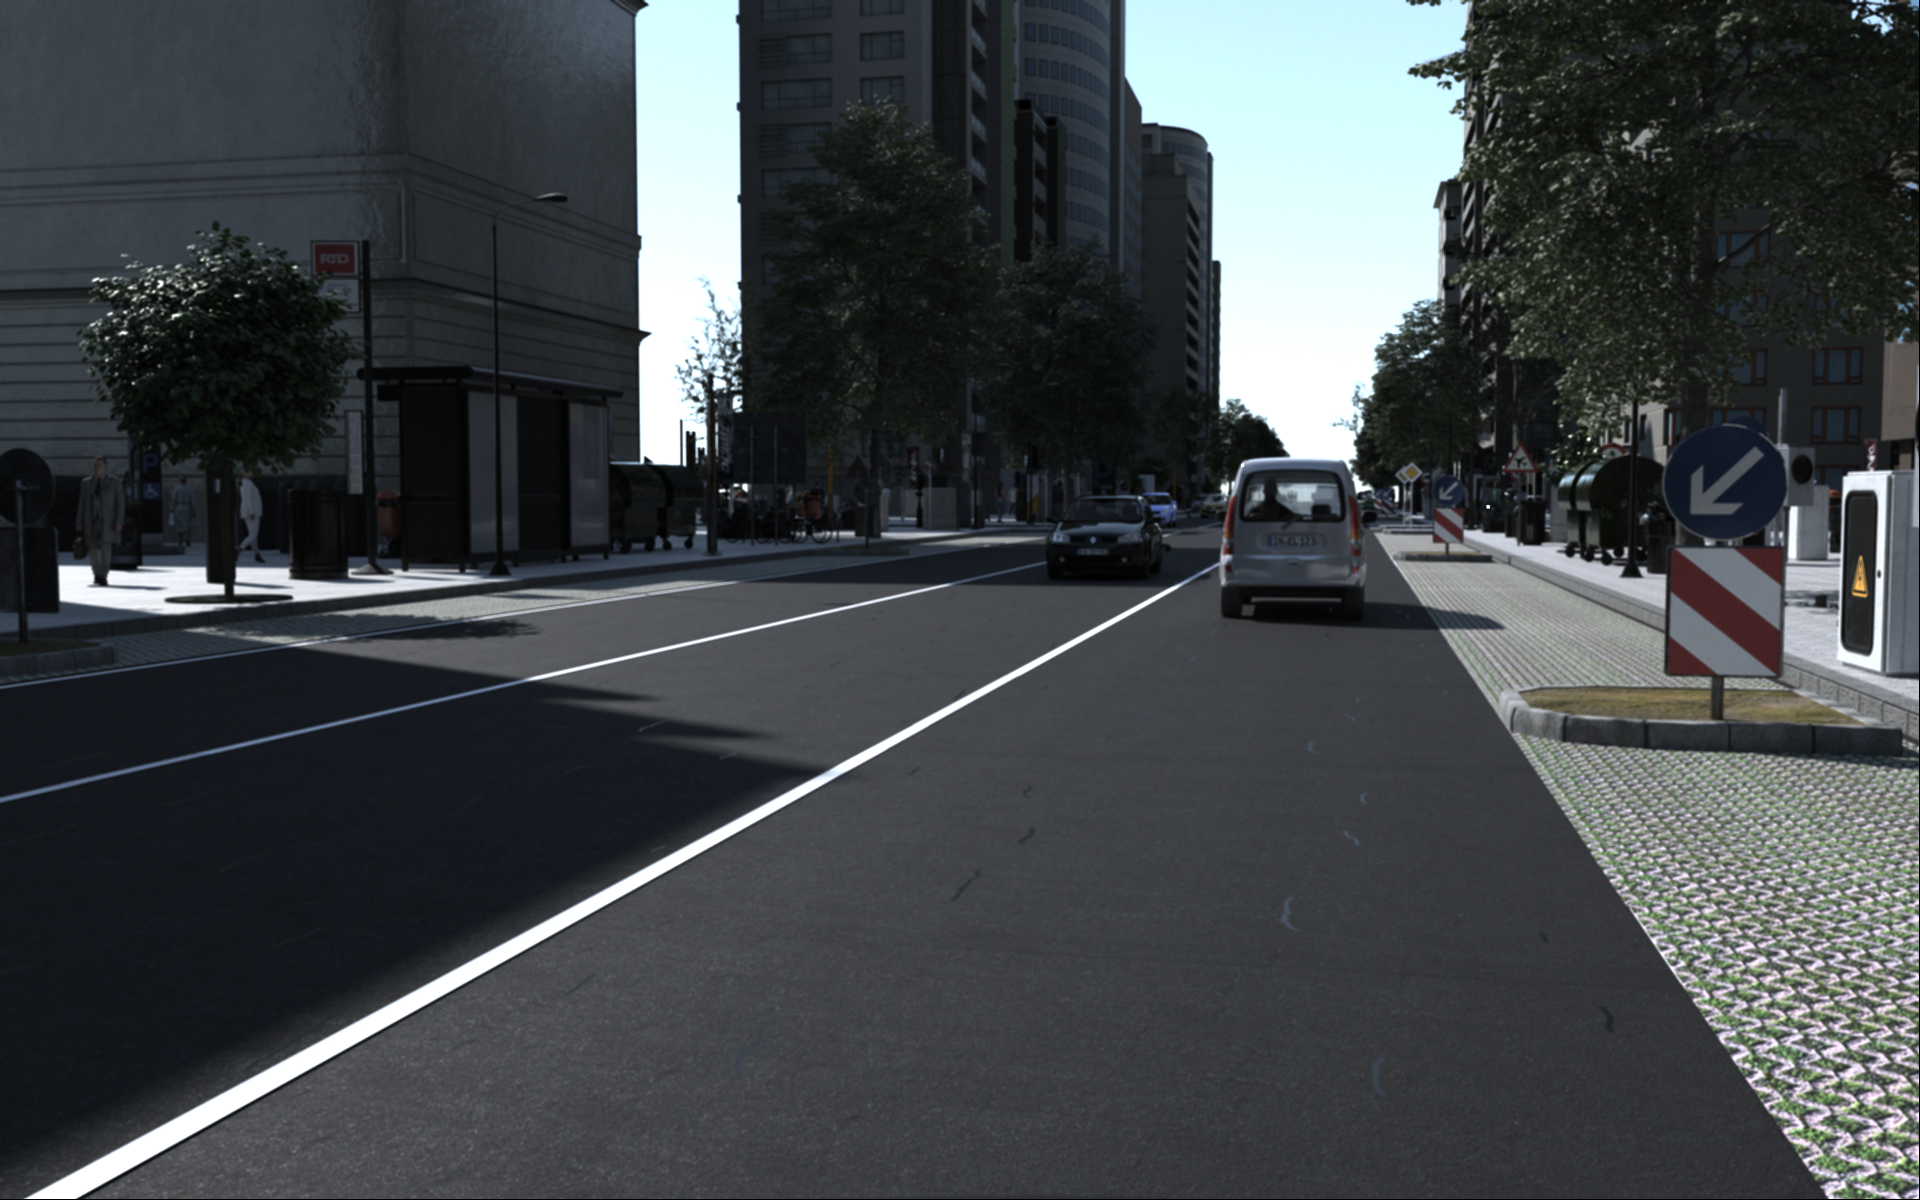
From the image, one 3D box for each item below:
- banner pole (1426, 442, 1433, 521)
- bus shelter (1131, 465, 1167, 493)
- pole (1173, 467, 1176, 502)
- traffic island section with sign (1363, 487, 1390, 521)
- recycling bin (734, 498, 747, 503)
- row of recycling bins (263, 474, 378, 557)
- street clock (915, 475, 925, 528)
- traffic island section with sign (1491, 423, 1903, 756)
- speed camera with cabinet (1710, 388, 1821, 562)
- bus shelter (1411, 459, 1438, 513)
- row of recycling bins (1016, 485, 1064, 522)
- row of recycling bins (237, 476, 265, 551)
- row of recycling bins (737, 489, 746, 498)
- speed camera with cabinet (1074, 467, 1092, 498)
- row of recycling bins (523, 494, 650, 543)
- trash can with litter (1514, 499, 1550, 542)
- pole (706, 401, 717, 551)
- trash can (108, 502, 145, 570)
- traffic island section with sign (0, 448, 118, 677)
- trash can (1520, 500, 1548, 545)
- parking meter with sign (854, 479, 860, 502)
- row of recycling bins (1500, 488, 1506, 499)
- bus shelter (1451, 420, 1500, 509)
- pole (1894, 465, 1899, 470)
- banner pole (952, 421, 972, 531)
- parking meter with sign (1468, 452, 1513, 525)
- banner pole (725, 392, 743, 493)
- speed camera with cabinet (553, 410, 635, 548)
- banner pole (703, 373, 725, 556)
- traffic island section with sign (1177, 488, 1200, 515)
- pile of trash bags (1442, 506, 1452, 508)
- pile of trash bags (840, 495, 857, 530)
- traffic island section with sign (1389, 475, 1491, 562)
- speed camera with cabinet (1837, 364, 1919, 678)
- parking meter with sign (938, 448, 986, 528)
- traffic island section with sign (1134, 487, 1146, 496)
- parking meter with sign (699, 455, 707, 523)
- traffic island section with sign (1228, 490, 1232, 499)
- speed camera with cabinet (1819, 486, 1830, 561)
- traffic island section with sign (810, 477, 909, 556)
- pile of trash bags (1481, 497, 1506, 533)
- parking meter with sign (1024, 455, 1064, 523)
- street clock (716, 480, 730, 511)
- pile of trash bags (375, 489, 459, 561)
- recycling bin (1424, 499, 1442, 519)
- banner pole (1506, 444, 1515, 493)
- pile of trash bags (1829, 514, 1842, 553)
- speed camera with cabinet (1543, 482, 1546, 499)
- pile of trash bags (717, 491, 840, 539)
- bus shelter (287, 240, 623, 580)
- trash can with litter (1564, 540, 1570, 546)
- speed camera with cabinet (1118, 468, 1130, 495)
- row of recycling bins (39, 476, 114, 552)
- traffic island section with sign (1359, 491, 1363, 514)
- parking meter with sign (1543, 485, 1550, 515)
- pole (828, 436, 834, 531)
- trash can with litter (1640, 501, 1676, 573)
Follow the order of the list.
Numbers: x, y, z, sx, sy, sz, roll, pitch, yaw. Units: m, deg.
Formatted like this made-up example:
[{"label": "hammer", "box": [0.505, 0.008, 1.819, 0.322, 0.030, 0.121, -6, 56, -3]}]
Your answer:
[{"label": "banner pole", "box": [22.742, -5.732, 83.743, 0.401, 3.779, 0.863, 1, 4, 22]}, {"label": "bus shelter", "box": [13.234, -7.812, 121.654, 2.014, 3.302, 5.546, 1, 4, 12]}, {"label": "pole", "box": [16.293, -8.420, 131.511, 0.158, 3.312, 0.155, 0, 3, 0]}, {"label": "traffic island section with sign", "box": [22.621, -5.112, 92.204, 1.989, 1.847, 2.006, 1, 4, 13]}, {"label": "recycling bin", "box": [-14.431, -6.202, 113.951, 0.722, 1.027, 0.722, 1, 4, 10]}, {"label": "row of recycling bins", "box": [-13.408, -1.803, 36.594, 1.069, 1.692, 3.534, -3, 5, -43]}, {"label": "street clock", "box": [-1.523, -3.710, 65.230, 0.358, 2.002, 0.471, -2, 4, -28]}, {"label": "traffic island section with sign", "box": [4.363, -0.116, 10.530, 1.989, 1.847, 2.006, 1, 4, 13]}, {"label": "speed camera with cabinet", "box": [14.880, -2.308, 32.079, 2.038, 3.252, 0.660, -2, 4, -24]}, {"label": "bus shelter", "box": [32.080, -7.867, 119.907, 1.731, 3.624, 6.357, 1, 4, 12]}, {"label": "row of recycling bins", "box": [3.735, -4.504, 80.757, 1.069, 1.692, 3.534, -2, 4, -28]}, {"label": "row of recycling bins", "box": [-16.193, -2.074, 41.028, 1.069, 1.692, 3.534, 0, 4, -2]}, {"label": "row of recycling bins", "box": [-16.769, -8.322, 143.181, 3.534, 1.692, 1.069, 1, 4, 13]}, {"label": "speed camera with cabinet", "box": [7.271, -6.377, 98.599, 2.038, 3.252, 0.660, -2, 4, -34]}, {"label": "row of recycling bins", "box": [-9.867, -2.365, 45.778, 3.534, 1.692, 1.069, 1, 4, 9]}, {"label": "trash can with litter", "box": [15.484, -2.158, 46.664, 1.055, 1.170, 0.624, 1, 4, 14]}, {"label": "pole", "box": [-5.476, -2.712, 38.186, 0.158, 3.312, 0.155, 0, 3, 0]}, {"label": "trash can", "box": [-14.265, -1.090, 29.483, 0.748, 1.137, 0.748, 0, 3, 0]}, {"label": "traffic island section with sign", "box": [-8.160, -0.342, 14.226, 1.989, 1.847, 2.006, 1, 4, 13]}, {"label": "trash can", "box": [14.374, -1.946, 43.470, 0.748, 1.137, 0.748, 0, 3, 0]}, {"label": "parking meter with sign", "box": [-5.105, -5.709, 89.595, 1.738, 3.016, 0.543, 2, 4, 29]}, {"label": "row of recycling bins", "box": [41.374, -7.409, 128.250, 3.534, 1.692, 1.069, 0, 4, -2]}, {"label": "bus shelter", "box": [27.025, -6.954, 91.328, 2.179, 5.291, 8.768, 1, 4, 13]}, {"label": "pole", "box": [38.492, -4.732, 71.206, 0.158, 3.312, 0.155, 0, 3, 0]}, {"label": "banner pole", "box": [0.104, -4.274, 59.904, 0.863, 3.779, 0.401, -3, 4, -38]}, {"label": "parking meter with sign", "box": [22.191, -4.660, 72.455, 1.738, 3.016, 0.543, 0, 4, 5]}, {"label": "banner pole", "box": [-5.204, -2.907, 37.540, 0.863, 3.779, 0.401, 2, 4, 33]}, {"label": "speed camera with cabinet", "box": [-8.498, -2.812, 40.307, 0.660, 3.252, 2.038, 3, 4, 37]}, {"label": "banner pole", "box": [-5.139, -2.797, 35.752, 0.401, 3.779, 0.863, 0, 4, -6]}, {"label": "traffic island section with sign", "box": [15.827, -6.902, 121.477, 1.989, 1.847, 2.006, 1, 4, 13]}, {"label": "pile of trash bags", "box": [28.604, -5.535, 100.249, 1.912, 1.369, 3.447, 1, 4, 18]}, {"label": "pile of trash bags", "box": [-4.530, -3.218, 62.363, 1.912, 1.369, 3.447, 3, 5, 45]}, {"label": "traffic island section with sign", "box": [10.345, -1.751, 37.255, 1.989, 1.847, 2.006, 1, 4, 13]}, {"label": "speed camera with cabinet", "box": [6.711, -1.075, 11.914, 0.660, 3.252, 2.038, 1, 4, 9]}, {"label": "parking meter with sign", "box": [0.079, -4.205, 65.012, 1.738, 3.016, 0.543, 1, 4, 14]}, {"label": "traffic island section with sign", "box": [9.866, -5.273, 94.840, 1.989, 1.847, 2.006, 1, 4, 13]}, {"label": "parking meter with sign", "box": [-11.231, -4.913, 76.590, 0.543, 3.016, 1.738, -1, 4, -9]}, {"label": "traffic island section with sign", "box": [26.600, -9.847, 169.626, 1.989, 1.847, 2.006, 1, 4, 13]}, {"label": "speed camera with cabinet", "box": [16.591, -2.439, 34.221, 0.660, 3.252, 2.038, 1, 4, 10]}, {"label": "traffic island section with sign", "box": [-2.268, -1.951, 40.532, 1.989, 1.847, 2.006, 1, 4, 13]}, {"label": "pile of trash bags", "box": [18.627, -2.986, 58.566, 1.912, 1.369, 3.447, 1, 4, 19]}, {"label": "parking meter with sign", "box": [3.769, -4.969, 77.504, 1.738, 3.016, 0.543, -1, 4, -21]}, {"label": "street clock", "box": [-8.068, -3.386, 59.936, 0.471, 2.002, 0.358, 1, 4, 12]}, {"label": "pile of trash bags", "box": [-10.763, -1.519, 34.584, 1.912, 1.369, 3.447, 0, 4, 5]}, {"label": "recycling bin", "box": [24.338, -4.679, 89.062, 0.722, 1.027, 0.722, 0, 4, -3]}, {"label": "banner pole", "box": [27.313, -5.876, 86.083, 0.401, 3.779, 0.863, -1, 4, -16]}, {"label": "pile of trash bags", "box": [19.858, -1.725, 37.953, 1.912, 1.369, 3.447, 0, 4, -5]}, {"label": "speed camera with cabinet", "box": [33.337, -6.464, 100.021, 0.660, 3.252, 2.038, 1, 4, 10]}, {"label": "pile of trash bags", "box": [-5.538, -2.488, 50.431, 3.447, 1.369, 1.912, -3, 4, -36]}, {"label": "bus shelter", "box": [-8.628, -3.199, 29.942, 2.179, 5.291, 8.768, 1, 4, 13]}, {"label": "trash can with litter", "box": [15.404, -1.911, 42.638, 1.055, 1.170, 0.624, 3, 5, 44]}, {"label": "speed camera with cabinet", "box": [9.553, -6.969, 108.282, 2.038, 3.252, 0.660, 0, 4, -5]}, {"label": "row of recycling bins", "box": [-20.367, -2.005, 39.896, 1.069, 1.692, 3.534, -1, 4, -12]}, {"label": "traffic island section with sign", "box": [28.540, -6.728, 118.635, 1.989, 1.847, 2.006, 1, 4, 13]}, {"label": "parking meter with sign", "box": [36.569, -6.905, 109.161, 0.543, 3.016, 1.738, -2, 4, -23]}, {"label": "pole", "box": [-4.499, -4.059, 60.212, 0.158, 3.312, 0.155, 0, 3, 0]}, {"label": "trash can with litter", "box": [11.568, -1.012, 27.940, 1.055, 1.170, 0.624, 0, 4, 4]}]
